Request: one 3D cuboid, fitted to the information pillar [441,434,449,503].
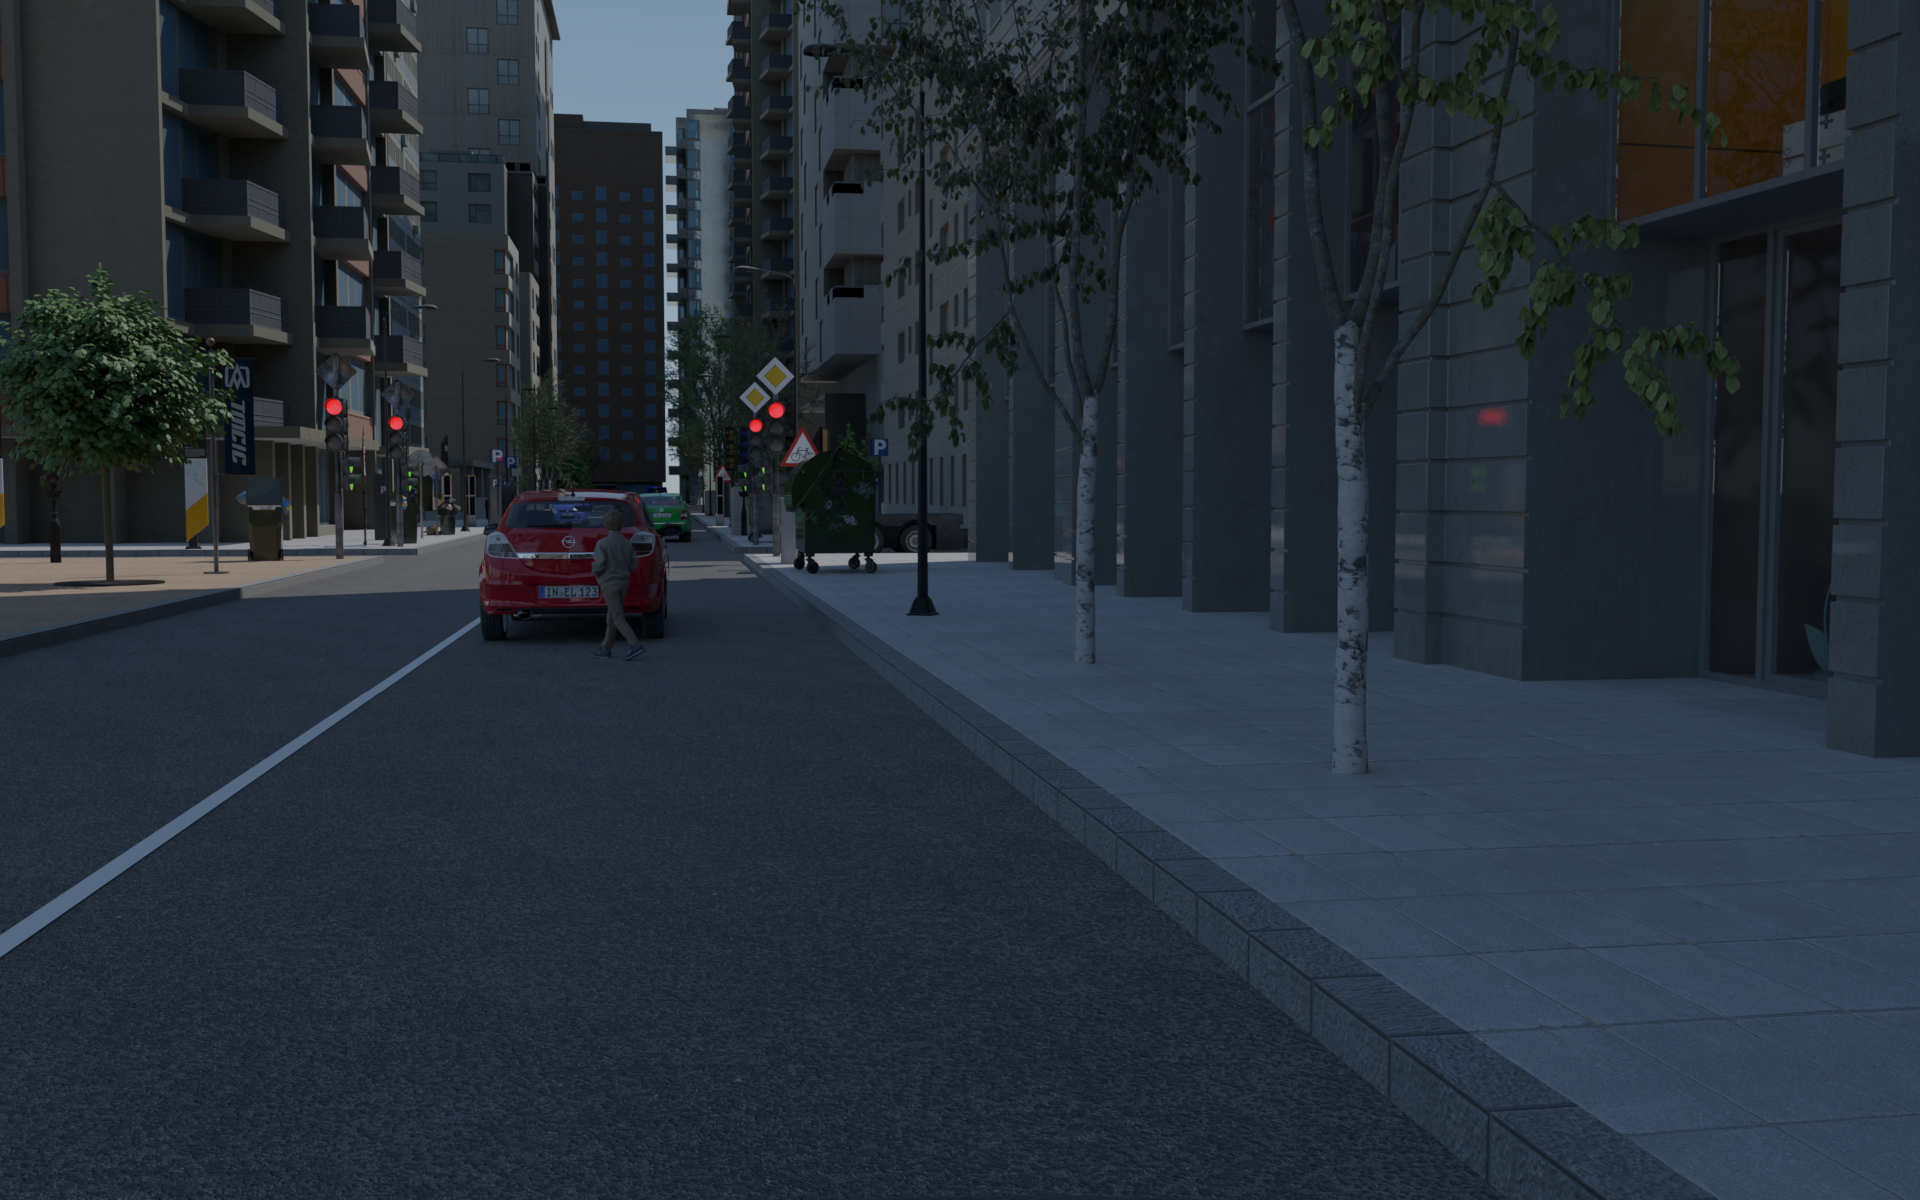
[{"bbox_3d":[-20.141,-4.673,67.758,0.183,3.616,0.504,0,4,8],"label":"information pillar"}]

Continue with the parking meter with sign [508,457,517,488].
[{"bbox_3d":[-20.848,-5.108,79.769,0.543,3.016,1.738,0,4,-3],"label":"parking meter with sign"}]

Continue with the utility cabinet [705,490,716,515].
[{"bbox_3d":[-14.887,-5.783,103.227,0.318,1.500,1.173,1,4,13],"label":"utility cabinet"}]

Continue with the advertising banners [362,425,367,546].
[{"bbox_3d":[-14.868,-2.877,43.226,0.090,3.025,2.074,-1,4,-18],"label":"advertising banners"}]

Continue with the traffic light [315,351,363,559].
[{"bbox_3d":[-12.238,-2.764,34.112,0.839,4.253,0.868,-1,4,-10],"label":"traffic light"}]

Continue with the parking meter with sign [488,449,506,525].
[{"bbox_3d":[-18.157,-4.368,67.672,0.543,3.016,1.738,-1,4,-21],"label":"parking meter with sign"}]

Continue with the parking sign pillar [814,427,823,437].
[{"bbox_3d":[-5.758,-5.007,70.337,1.447,3.967,1.447,-2,4,-27],"label":"parking sign pillar"}]

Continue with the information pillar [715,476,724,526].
[{"bbox_3d":[-9.742,-4.019,70.207,0.304,2.012,0.304,-1,4,-17],"label":"information pillar"}]

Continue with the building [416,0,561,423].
[{"bbox_3d":[-53.796,-35.524,170.058,27.495,52.752,28.713,-1,4,-10],"label":"building"}]

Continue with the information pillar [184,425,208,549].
[{"bbox_3d":[-17.819,-2.997,40.354,0.504,3.616,0.183,-1,4,-16],"label":"information pillar"}]

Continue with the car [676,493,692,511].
[{"bbox_3d":[-14.558,-4.762,86.893,2.155,1.783,4.494,0,4,-8],"label":"car"}]

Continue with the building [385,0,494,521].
[{"bbox_3d":[-41.196,-24.251,88.390,32.217,40.220,23.993,-1,4,-10],"label":"building"}]

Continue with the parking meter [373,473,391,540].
[{"bbox_3d":[-16.034,-2.591,48.067,0.399,1.863,0.255,-3,5,-43],"label":"parking meter"}]

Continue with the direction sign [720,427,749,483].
[{"bbox_3d":[-7.530,-4.072,58.571,0.876,3.537,0.379,-2,4,-31],"label":"direction sign"}]

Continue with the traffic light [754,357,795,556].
[{"bbox_3d":[-3.802,-2.853,35.566,0.839,4.253,0.868,-1,4,-10],"label":"traffic light"}]

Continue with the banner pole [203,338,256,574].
[{"bbox_3d":[-11.794,-2.320,27.941,0.863,3.779,0.401,-2,4,-29],"label":"banner pole"}]

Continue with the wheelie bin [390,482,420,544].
[{"bbox_3d":[-14.396,-2.260,44.852,0.693,1.594,0.980,-3,4,-37],"label":"wheelie bin"}]

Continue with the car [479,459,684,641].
[{"bbox_3d":[-4.043,-0.580,18.528,2.155,1.783,4.494,-1,4,-9],"label":"car"}]

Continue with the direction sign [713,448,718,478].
[{"bbox_3d":[-11.953,-5.756,86.111,0.379,3.537,0.876,2,4,34],"label":"direction sign"}]

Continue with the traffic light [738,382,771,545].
[{"bbox_3d":[-5.148,-3.334,43.437,0.839,4.253,0.868,-1,4,-10],"label":"traffic light"}]

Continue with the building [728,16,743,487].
[{"bbox_3d":[-15.009,-45.394,180.439,20.563,71.187,20.611,-1,4,-10],"label":"building"}]

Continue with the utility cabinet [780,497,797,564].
[{"bbox_3d":[-3.163,-1.281,32.101,0.306,1.237,1.020,0,4,-5],"label":"utility cabinet"}]

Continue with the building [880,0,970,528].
[{"bbox_3d":[13.256,-13.228,61.319,28.899,21.520,27.650,-1,4,-10],"label":"building"}]

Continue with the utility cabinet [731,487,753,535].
[{"bbox_3d":[-6.578,-2.784,54.193,1.173,1.500,0.318,-2,4,-31],"label":"utility cabinet"}]

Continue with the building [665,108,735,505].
[{"bbox_3d":[-21.149,-36.476,215.983,30.456,49.044,23.786,-1,4,-10],"label":"building"}]

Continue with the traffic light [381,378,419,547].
[{"bbox_3d":[-13.584,-3.245,41.983,0.839,4.253,0.868,-1,4,-10],"label":"traffic light"}]

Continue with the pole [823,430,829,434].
[{"bbox_3d":[-4.240,-3.738,54.956,0.158,3.312,0.155,0,3,0],"label":"pole"}]

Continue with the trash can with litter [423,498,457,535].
[{"bbox_3d":[-16.243,-2.611,54.071,1.055,1.170,0.624,1,4,10],"label":"trash can with litter"}]

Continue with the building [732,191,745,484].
[{"bbox_3d":[-14.433,-23.979,163.756,14.160,30.474,14.107,-1,4,-10],"label":"building"}]

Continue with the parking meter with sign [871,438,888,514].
[{"bbox_3d":[-2.827,-3.599,55.111,0.543,3.016,1.738,-1,4,-22],"label":"parking meter with sign"}]

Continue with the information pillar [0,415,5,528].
[{"bbox_3d":[-22.572,-2.995,40.319,0.504,3.616,0.183,-1,4,-20],"label":"information pillar"}]

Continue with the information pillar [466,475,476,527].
[{"bbox_3d":[-19.186,-3.878,67.895,0.304,2.012,0.304,-3,5,-43],"label":"information pillar"}]

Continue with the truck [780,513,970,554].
[{"bbox_3d":[5.217,-3.105,40.529,18.799,4.110,2.967,-1,4,-9],"label":"truck"}]

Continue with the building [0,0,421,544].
[{"bbox_3d":[-29.785,-24.508,55.333,22.147,44.769,28.867,-1,4,-10],"label":"building"}]

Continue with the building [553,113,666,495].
[{"bbox_3d":[-42.685,-34.115,207.885,14.200,45.320,14.600,-1,4,-10],"label":"building"}]

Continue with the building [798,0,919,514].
[{"bbox_3d":[4.844,-31.401,102.648,28.713,52.752,27.495,-1,4,-10],"label":"building"}]

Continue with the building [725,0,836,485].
[{"bbox_3d":[-7.747,-29.816,142.115,22.147,44.769,28.867,-1,4,-10],"label":"building"}]

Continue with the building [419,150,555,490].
[{"bbox_3d":[-42.825,-23.111,149.559,14.160,30.474,14.107,-1,4,-10],"label":"building"}]

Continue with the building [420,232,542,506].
[{"bbox_3d":[-46.110,-17.276,127.499,27.650,21.520,28.899,-1,4,-10],"label":"building"}]

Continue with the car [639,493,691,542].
[{"bbox_3d":[-9.174,-2.696,52.879,1.959,1.807,4.718,-1,4,-11],"label":"car"}]

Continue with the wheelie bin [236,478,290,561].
[{"bbox_3d":[-13.432,-1.561,33.427,0.980,1.594,0.693,-1,4,-17],"label":"wheelie bin"}]

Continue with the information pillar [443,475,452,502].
[{"bbox_3d":[-19.374,-3.730,65.480,0.304,2.012,0.304,-1,4,-14],"label":"information pillar"}]
